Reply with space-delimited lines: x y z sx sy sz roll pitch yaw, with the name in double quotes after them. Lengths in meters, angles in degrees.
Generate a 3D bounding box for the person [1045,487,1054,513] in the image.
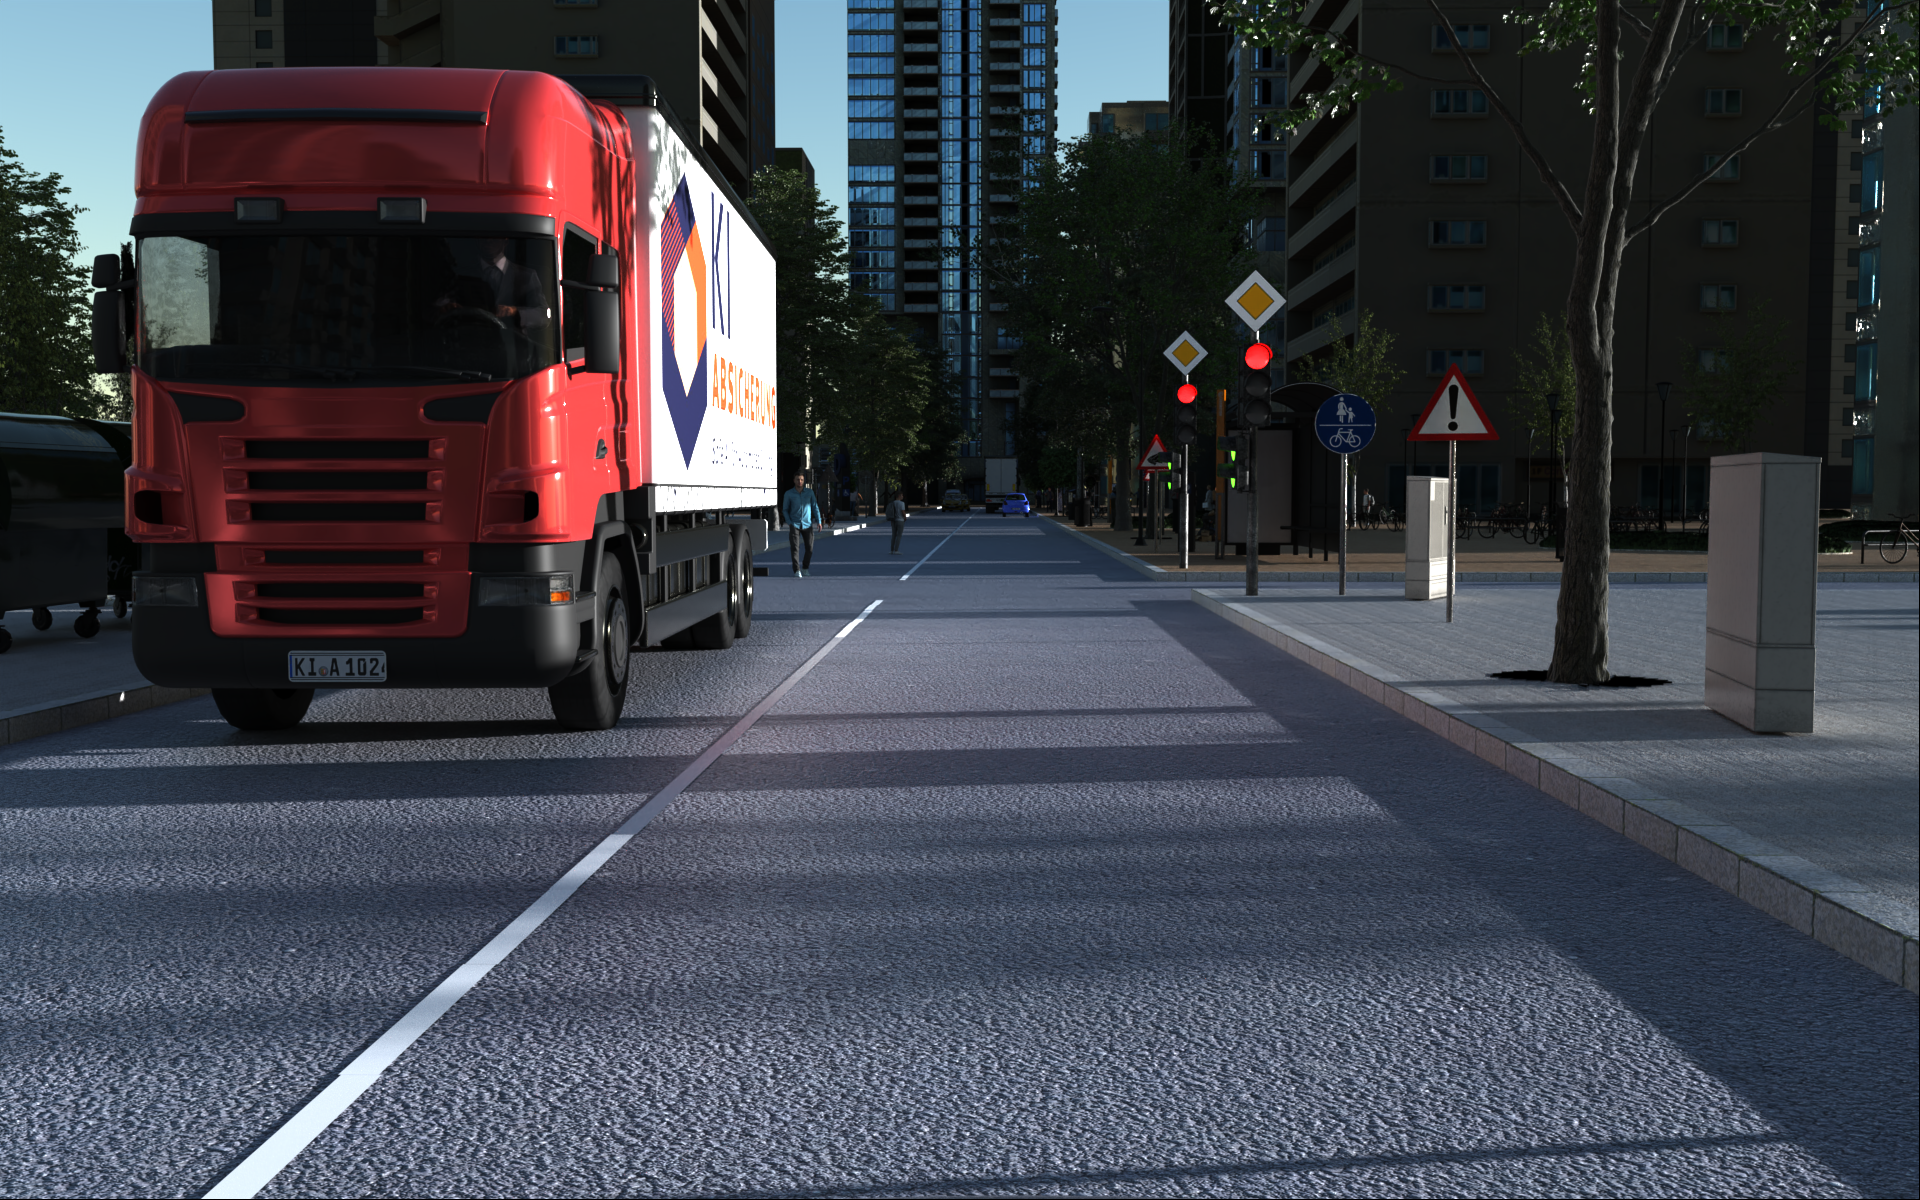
6.213 -6.958 120.338 0.617 1.759 0.750 0 4 6 "person"

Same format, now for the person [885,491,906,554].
-1.518 -1.837 41.134 0.503 1.515 0.523 0 4 2 "person"

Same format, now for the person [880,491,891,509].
-6.365 -8.758 148.870 1.348 1.869 0.705 -3 5 -43 "person"

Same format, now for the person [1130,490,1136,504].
16.622 -9.966 169.515 1.217 1.766 0.721 0 4 4 "person"

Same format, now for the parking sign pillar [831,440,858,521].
-5.664 -5.806 83.403 1.447 3.967 1.447 -1 4 -20 "parking sign pillar"

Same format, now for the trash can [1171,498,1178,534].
7.221 -2.732 56.327 0.748 1.137 0.748 0 3 0 "trash can"

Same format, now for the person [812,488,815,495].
-12.054 -8.281 141.965 1.217 1.766 0.721 1 4 13 "person"

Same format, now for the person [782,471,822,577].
-2.756 -1.318 30.077 0.660 1.820 0.620 -1 4 -20 "person"

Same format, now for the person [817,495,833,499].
-9.087 -6.719 116.035 1.348 1.807 0.705 1 4 19 "person"

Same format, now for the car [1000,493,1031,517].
3.513 -6.101 109.344 1.945 1.707 3.694 0 4 1 "car"

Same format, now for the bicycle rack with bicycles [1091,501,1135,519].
7.736 -4.639 89.229 2.852 0.926 2.925 -2 4 -35 "bicycle rack with bicycles"

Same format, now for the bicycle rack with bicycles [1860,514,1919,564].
17.973 -1.099 31.358 2.925 0.926 2.852 -1 4 -23 "bicycle rack with bicycles"

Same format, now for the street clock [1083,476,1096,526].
5.162 -3.935 68.910 0.471 2.002 0.358 -1 4 -12 "street clock"

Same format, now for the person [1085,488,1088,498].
9.283 -7.381 127.654 0.436 1.711 0.756 0 4 7 "person"

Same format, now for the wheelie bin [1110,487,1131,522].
6.736 -3.984 73.051 0.980 1.594 0.693 -2 4 -33 "wheelie bin"

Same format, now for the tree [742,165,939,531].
-6.188 -8.682 60.077 7.486 12.596 7.792 0 3 0 "tree"

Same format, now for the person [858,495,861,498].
-6.913 -6.485 112.777 1.217 1.736 0.721 -1 4 -23 "person"

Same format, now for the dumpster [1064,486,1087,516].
6.867 -5.932 102.746 1.264 1.857 1.865 0 4 1 "dumpster"

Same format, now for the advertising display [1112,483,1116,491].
9.238 -5.994 103.217 0.123 1.923 0.974 -2 4 -30 "advertising display"

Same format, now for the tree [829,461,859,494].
-5.680 -5.690 87.631 1.663 3.219 1.824 0 3 0 "tree"

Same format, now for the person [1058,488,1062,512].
6.927 -6.967 120.621 0.551 1.740 0.621 1 4 17 "person"

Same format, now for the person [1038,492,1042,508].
7.468 -9.546 162.929 0.445 1.727 0.742 1 4 11 "person"

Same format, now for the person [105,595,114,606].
-9.834 -0.780 19.807 0.512 1.701 0.522 3 5 42 "person"

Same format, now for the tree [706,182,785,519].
-6.180 -5.509 40.437 4.737 8.622 4.395 0 3 0 "tree"

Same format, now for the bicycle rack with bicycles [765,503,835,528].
-6.370 -3.295 67.260 2.852 0.926 2.925 -1 4 -22 "bicycle rack with bicycles"

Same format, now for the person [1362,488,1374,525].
16.706 -3.816 71.024 0.503 1.515 0.523 3 5 41 "person"

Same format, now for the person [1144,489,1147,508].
17.325 -9.422 161.003 0.530 1.710 0.541 1 4 16 "person"

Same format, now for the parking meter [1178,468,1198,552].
5.042 -1.997 38.355 0.399 1.863 0.255 1 4 17 "parking meter"

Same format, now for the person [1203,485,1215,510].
13.706 -5.435 95.264 0.694 1.780 0.624 -3 5 -39 "person"

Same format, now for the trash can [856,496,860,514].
-6.366 -5.658 104.159 0.748 1.137 0.748 0 3 0 "trash can"

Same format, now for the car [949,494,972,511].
-0.020 -8.220 144.621 2.015 1.641 3.980 0 4 2 "car"

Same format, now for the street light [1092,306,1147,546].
3.964 -4.311 43.025 1.470 5.913 1.316 0 4 1 "street light"

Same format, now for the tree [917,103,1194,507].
4.759 -14.021 85.139 12.611 20.169 13.585 0 3 0 "tree"

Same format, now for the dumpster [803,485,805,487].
-7.729 -4.528 79.788 1.264 1.857 1.865 0 4 1 "dumpster"

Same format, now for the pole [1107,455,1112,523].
6.671 -5.094 77.132 0.158 3.312 0.155 0 3 0 "pole"

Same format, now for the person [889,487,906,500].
-4.557 -7.309 125.515 1.348 1.831 0.705 1 4 17 "person"

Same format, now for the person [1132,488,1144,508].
16.706 -9.534 161.901 1.348 1.826 0.705 0 4 -5 "person"

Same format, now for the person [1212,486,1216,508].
17.041 -6.698 115.651 0.705 1.812 1.348 -2 4 -33 "person"

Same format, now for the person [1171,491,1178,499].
16.193 -7.437 128.354 1.217 1.743 0.721 2 4 25 "person"

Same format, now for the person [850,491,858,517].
-5.970 -5.370 94.511 0.731 1.740 0.598 -2 4 -24 "person"

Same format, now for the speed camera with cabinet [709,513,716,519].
-7.618 -3.512 51.752 0.660 3.252 2.038 2 4 28 "speed camera with cabinet"

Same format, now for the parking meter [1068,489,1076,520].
5.573 -4.750 86.080 0.372 1.533 0.369 0 3 0 "parking meter"

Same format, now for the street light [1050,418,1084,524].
4.640 -6.167 73.372 1.470 5.913 1.316 0 4 1 "street light"

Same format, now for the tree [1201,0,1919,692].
4.306 -5.235 11.346 9.928 11.665 9.643 0 3 0 "tree"

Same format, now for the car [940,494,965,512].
-0.578 -7.849 138.554 2.015 1.641 3.980 0 4 1 "car"

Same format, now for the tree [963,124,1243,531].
5.804 -9.399 60.327 9.857 13.997 8.962 0 3 0 "tree"

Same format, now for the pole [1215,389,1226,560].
5.100 -2.450 33.894 0.158 3.312 0.155 0 3 0 "pole"

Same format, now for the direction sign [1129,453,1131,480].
9.126 -6.252 94.223 0.379 3.537 0.876 2 4 26 "direction sign"

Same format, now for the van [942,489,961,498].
-0.611 -8.966 153.605 2.013 2.044 4.112 0 4 0 "van"

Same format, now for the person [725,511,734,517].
-12.907 -5.569 96.941 0.795 1.843 0.661 2 4 24 "person"

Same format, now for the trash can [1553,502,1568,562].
11.615 -1.295 32.821 0.748 1.137 0.748 0 3 0 "trash can"

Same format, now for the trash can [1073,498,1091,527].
4.787 -3.443 67.954 0.748 1.137 0.748 0 3 0 "trash can"

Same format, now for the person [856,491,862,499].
-6.714 -6.303 109.115 1.348 1.822 0.705 -2 4 -31 "person"

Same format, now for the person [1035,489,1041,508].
7.242 -9.531 161.740 0.709 1.838 0.599 -3 5 -43 "person"
